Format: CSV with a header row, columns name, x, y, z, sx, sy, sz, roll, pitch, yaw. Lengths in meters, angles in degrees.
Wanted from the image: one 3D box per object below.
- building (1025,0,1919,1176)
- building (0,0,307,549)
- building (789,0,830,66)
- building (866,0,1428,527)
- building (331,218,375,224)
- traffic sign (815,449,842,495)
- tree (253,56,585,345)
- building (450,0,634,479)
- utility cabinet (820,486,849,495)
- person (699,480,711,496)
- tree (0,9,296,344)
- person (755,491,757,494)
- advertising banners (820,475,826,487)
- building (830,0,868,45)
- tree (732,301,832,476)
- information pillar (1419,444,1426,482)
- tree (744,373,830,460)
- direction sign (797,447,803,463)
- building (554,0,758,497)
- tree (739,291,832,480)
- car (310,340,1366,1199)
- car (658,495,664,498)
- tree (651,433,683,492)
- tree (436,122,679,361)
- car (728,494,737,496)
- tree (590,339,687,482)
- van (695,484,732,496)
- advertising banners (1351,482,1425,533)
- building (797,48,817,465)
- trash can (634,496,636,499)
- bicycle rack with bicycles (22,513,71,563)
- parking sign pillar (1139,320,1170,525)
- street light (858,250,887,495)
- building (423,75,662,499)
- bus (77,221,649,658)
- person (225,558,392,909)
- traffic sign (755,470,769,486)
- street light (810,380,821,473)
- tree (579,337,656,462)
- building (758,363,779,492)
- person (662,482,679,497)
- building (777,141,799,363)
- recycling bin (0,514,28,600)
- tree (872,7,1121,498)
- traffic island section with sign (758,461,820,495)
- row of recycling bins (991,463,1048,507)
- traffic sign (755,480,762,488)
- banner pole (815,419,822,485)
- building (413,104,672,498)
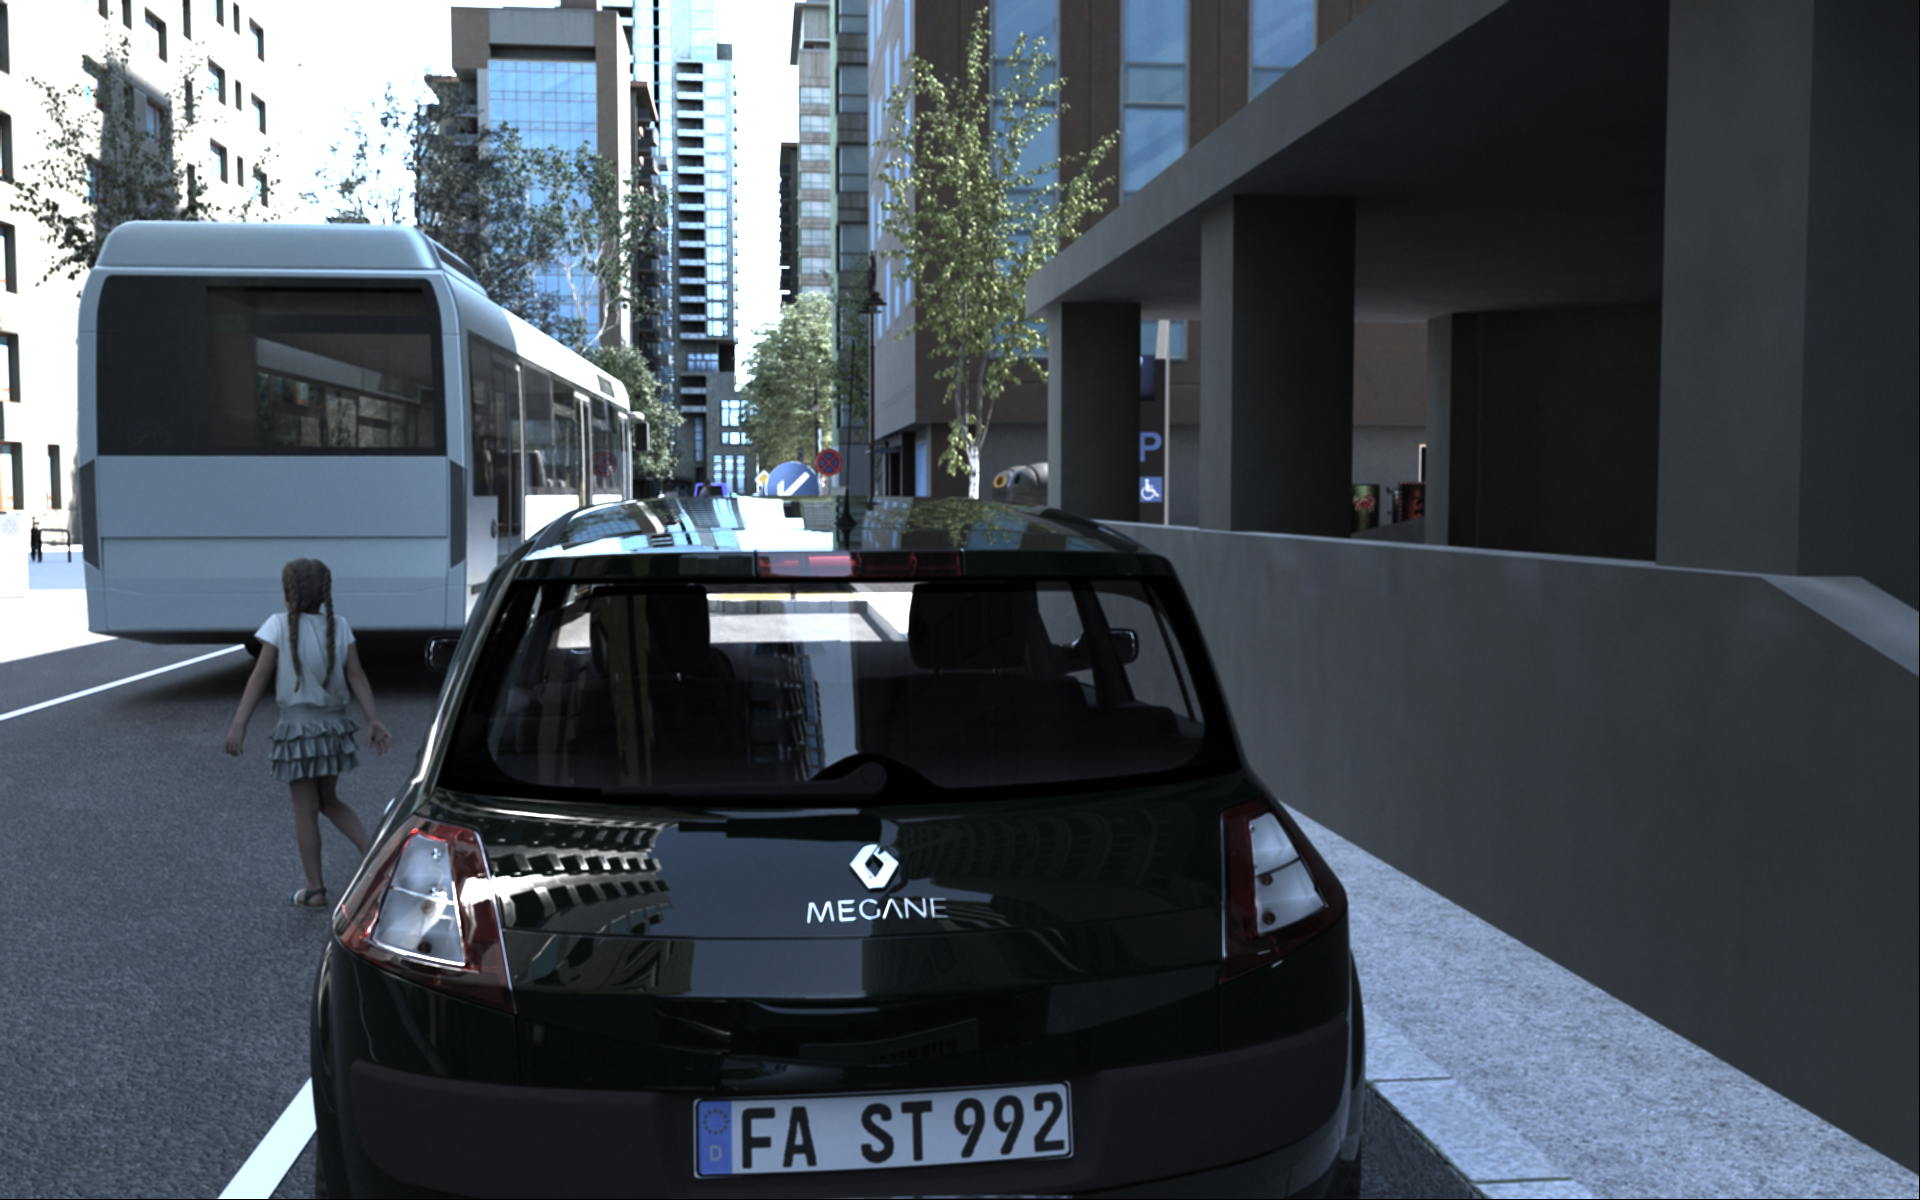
name,x,y,z,sx,sy,sz,roll,pitch,yaw
building,17.162,-19.418,9.367,32.217,40.220,23.993,0,4,-7
building,-37.720,-12.596,50.976,28.899,21.520,27.650,0,4,-7
building,-3.509,-36.467,185.480,28.713,52.752,27.495,0,4,-7
building,5.149,-23.893,40.759,14.600,45.320,14.200,0,4,-7
building,-86.333,-33.880,245.814,23.993,40.220,32.217,0,4,-7
traffic sign,-3.712,-2.991,49.003,0.768,2.556,0.104,0,4,-6
tree,-15.334,-8.423,48.093,12.009,13.543,11.850,0,3,0
building,-37.534,-31.084,158.341,14.600,45.320,14.200,0,4,-7
utility cabinet,-3.724,-2.560,50.531,0.318,1.500,1.173,2,4,34
person,-6.749,-2.287,46.014,0.853,1.813,0.709,-1,4,-15
tree,-12.812,-4.719,27.526,4.360,8.622,3.978,0,3,0
person,-18.789,-9.124,158.205,0.750,1.759,0.617,1,4,14
advertising banners,-11.222,-8.367,132.983,2.074,3.025,0.090,0,4,-4
building,2.226,-23.193,62.795,14.154,41.232,14.086,0,4,-7
tree,-10.280,-12.594,112.565,9.857,13.997,8.962,0,3,0
information pillar,7.012,-1.296,25.679,0.304,2.012,0.304,-3,4,-36
tree,-11.717,-11.658,125.016,8.767,10.594,7.601,0,4,7
direction sign,-7.769,-5.631,84.071,0.379,3.537,0.876,-1,4,-23
building,-44.505,-57.018,244.912,31.000,86.520,22.319,0,4,-7
tree,-8.640,-10.963,97.371,7.486,12.596,7.792,0,3,0
car,-0.397,0.331,4.380,2.009,1.686,4.222,-1,4,-8
car,-20.295,-6.613,120.488,2.083,1.381,4.827,0,4,-5
tree,-33.937,-15.229,199.357,4.737,8.622,4.395,0,3,0
tree,-20.830,-14.239,88.701,12.611,20.169,13.585,0,3,0
car,-18.805,-8.074,140.812,1.959,1.807,4.718,0,4,-8
tree,-25.197,-12.964,128.970,9.611,12.733,9.660,0,3,0
van,-14.851,-6.079,103.773,2.240,2.365,5.245,0,4,-5
advertising banners,5.918,-1.614,22.585,2.074,3.025,0.090,-1,4,-16
building,-8.236,-29.362,163.670,14.154,41.232,14.086,0,4,-7
trash can,-28.037,-8.362,148.377,0.748,1.137,0.748,0,3,0
bicycle rack with bicycles,-17.925,-1.155,32.267,2.852,0.926,2.925,-3,5,-43
parking sign pillar,2.662,-2.173,23.995,1.447,3.967,1.447,1,4,9
street light,-1.669,-3.685,33.034,0.468,5.910,1.993,0,4,-7
building,-42.677,-32.106,179.558,22.147,44.769,28.867,0,4,-7
bus,-5.285,-1.437,18.353,2.948,3.499,13.247,0,4,-5
person,-2.233,0.464,5.937,0.382,1.210,0.505,3,5,43
traffic sign,-7.970,-4.093,70.567,0.795,2.450,0.064,0,4,-7
street light,-5.848,-5.966,70.327,0.468,5.910,1.993,0,4,-7
tree,-22.084,-10.353,103.691,8.767,10.594,7.601,1,4,14
building,-15.000,-24.950,252.973,28.899,21.520,27.650,0,4,-7
person,-8.172,-2.458,49.041,0.532,1.782,0.716,3,5,44
building,-11.210,-34.164,213.210,22.147,44.769,28.867,0,4,-7
recycling bin,-11.883,-0.530,21.226,0.722,1.027,0.722,-2,4,-35
tree,0.403,-4.712,27.399,4.737,8.622,4.395,0,3,0
traffic island section with sign,-2.206,-0.797,21.651,1.989,1.847,2.006,0,4,-7
row of recycling bins,1.045,-1.047,24.233,1.069,1.692,3.534,0,4,-4
traffic sign,-8.900,-4.578,78.498,0.795,2.450,0.064,0,4,-7
banner pole,-4.724,-4.155,57.958,0.401,3.779,0.863,-1,4,-18
building,-51.267,-36.300,213.113,30.456,49.044,23.786,0,4,-7
